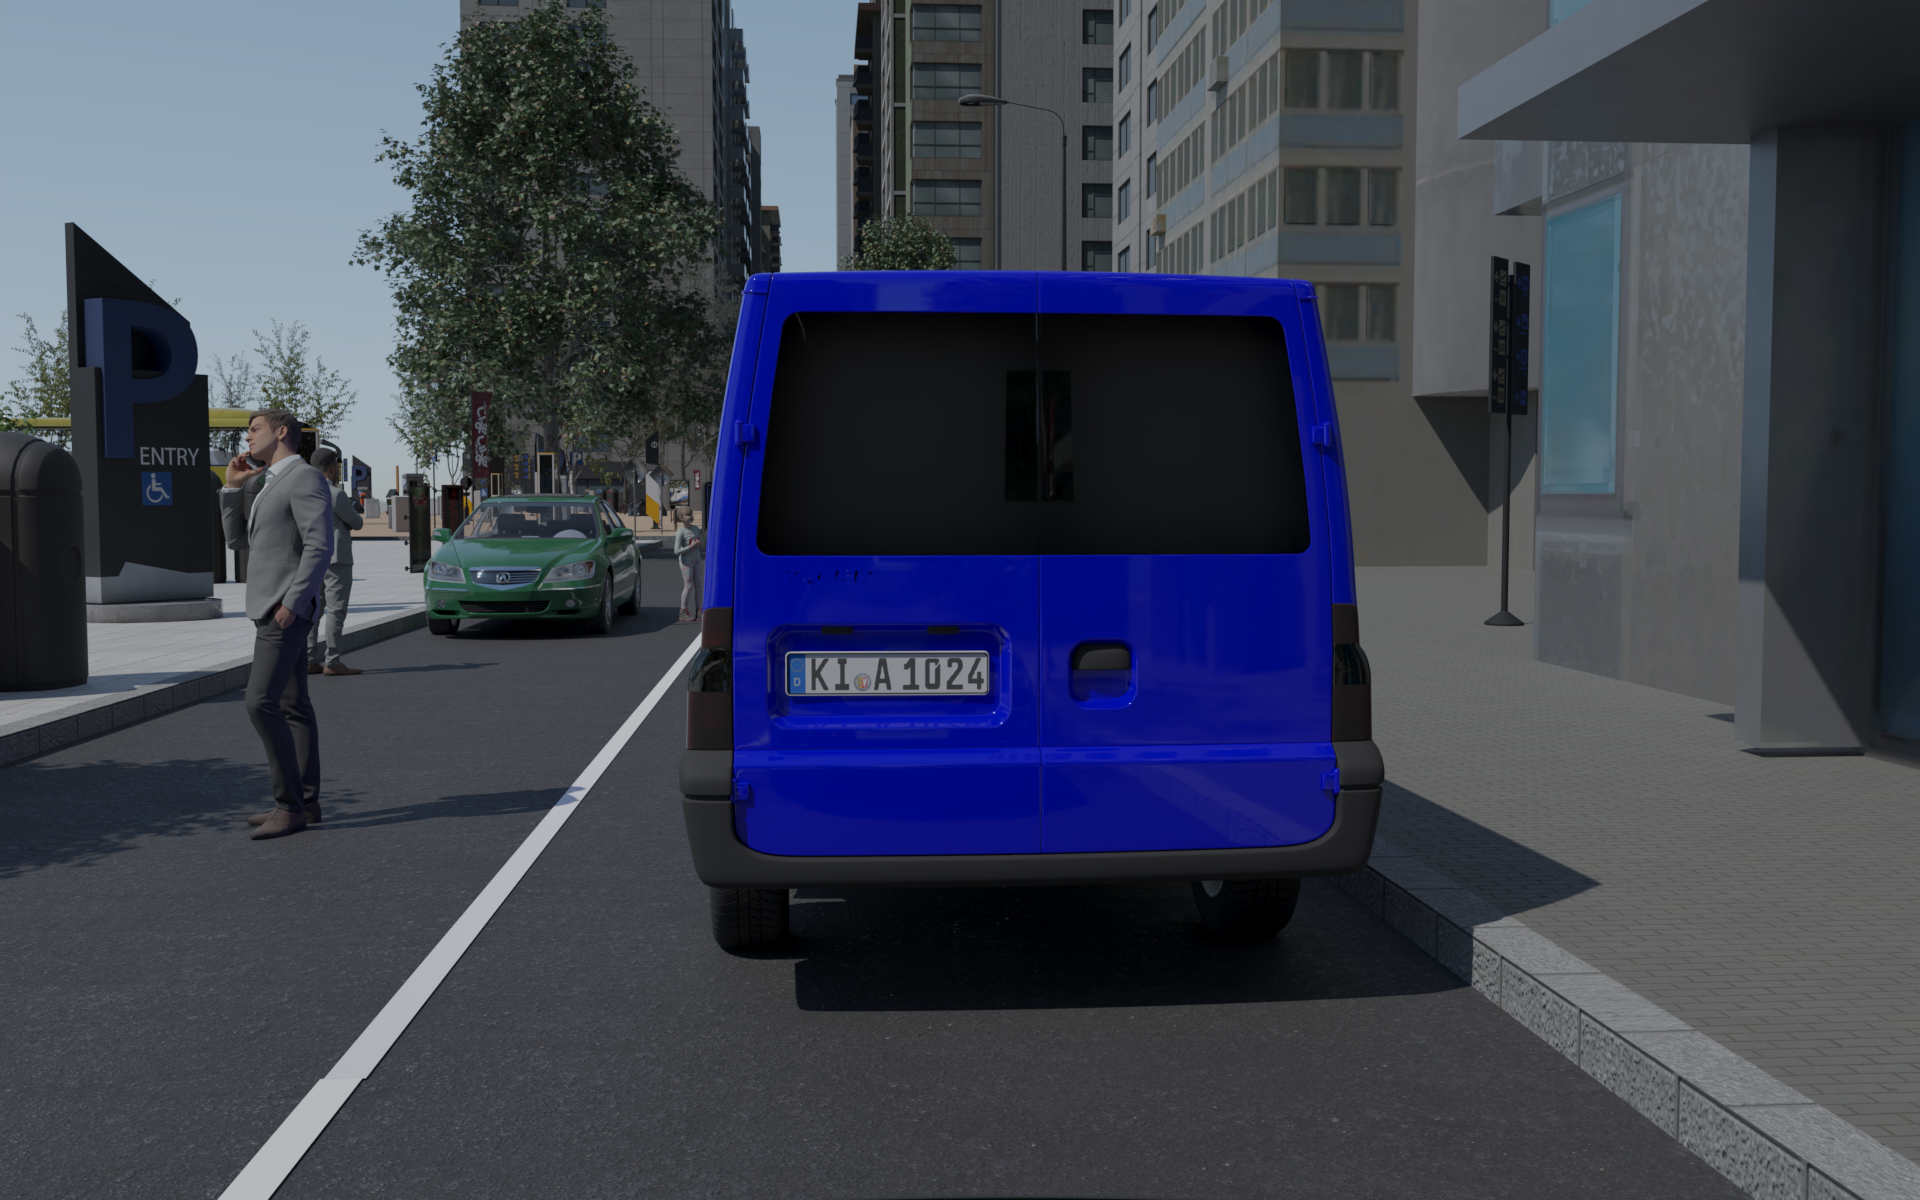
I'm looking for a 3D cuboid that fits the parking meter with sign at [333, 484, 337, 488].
[{"bbox_3d":[-35.426,-6.199,97.606,0.543,3.016,1.738,1,4,11],"label":"parking meter with sign"}]

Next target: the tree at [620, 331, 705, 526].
[{"bbox_3d":[-12.160,-7.251,68.921,4.360,8.622,3.978,0,3,0],"label":"tree"}]

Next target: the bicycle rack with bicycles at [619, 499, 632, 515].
[{"bbox_3d":[-24.036,-6.793,124.448,2.925,0.926,2.852,-1,4,-12],"label":"bicycle rack with bicycles"}]

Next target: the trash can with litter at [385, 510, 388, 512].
[{"bbox_3d":[-38.897,-6.570,118.804,0.624,1.170,1.055,3,4,38],"label":"trash can with litter"}]

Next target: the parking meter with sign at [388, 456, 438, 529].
[{"bbox_3d":[-20.284,-4.154,64.173,1.738,3.016,0.543,-3,4,-39],"label":"parking meter with sign"}]

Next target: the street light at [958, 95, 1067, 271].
[{"bbox_3d":[0.681,-2.925,20.359,1.470,5.913,1.316,0,4,-5],"label":"street light"}]

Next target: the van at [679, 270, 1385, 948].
[{"bbox_3d":[-0.027,-0.172,7.193,2.240,2.365,5.245,0,4,-5],"label":"van"}]

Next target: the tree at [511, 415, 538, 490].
[{"bbox_3d":[-27.622,-9.436,104.641,4.360,8.622,3.978,0,3,0],"label":"tree"}]

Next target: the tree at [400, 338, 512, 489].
[{"bbox_3d":[-22.022,-7.623,74.995,4.360,8.622,3.978,0,3,0],"label":"tree"}]

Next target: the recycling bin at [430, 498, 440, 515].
[{"bbox_3d":[-31.896,-5.666,105.188,0.722,1.027,0.722,0,4,6],"label":"recycling bin"}]

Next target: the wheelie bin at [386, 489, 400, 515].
[{"bbox_3d":[-34.644,-5.991,105.853,0.980,1.594,0.693,2,4,31],"label":"wheelie bin"}]

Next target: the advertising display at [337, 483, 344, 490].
[{"bbox_3d":[-37.693,-6.120,105.283,0.974,1.923,0.123,3,5,45],"label":"advertising display"}]

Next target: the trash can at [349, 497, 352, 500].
[{"bbox_3d":[-30.931,-4.614,87.093,0.748,1.137,0.748,0,3,0],"label":"trash can"}]

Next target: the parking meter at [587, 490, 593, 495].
[{"bbox_3d":[-24.943,-6.624,116.717,0.372,1.533,0.369,0,3,0],"label":"parking meter"}]

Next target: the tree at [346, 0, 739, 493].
[{"bbox_3d":[-9.348,-7.491,39.488,9.611,12.733,9.660,0,3,0],"label":"tree"}]

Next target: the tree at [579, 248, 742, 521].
[{"bbox_3d":[-13.314,-10.601,83.692,12.009,13.543,11.850,0,3,0],"label":"tree"}]

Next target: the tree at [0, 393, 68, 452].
[{"bbox_3d":[-18.367,-2.365,33.271,1.663,3.219,1.824,0,3,0],"label":"tree"}]

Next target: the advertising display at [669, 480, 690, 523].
[{"bbox_3d":[-12.603,-4.442,77.837,0.974,1.923,0.123,1,4,19],"label":"advertising display"}]

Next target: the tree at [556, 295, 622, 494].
[{"bbox_3d":[-12.996,-6.584,58.014,4.737,8.622,4.395,0,3,0],"label":"tree"}]

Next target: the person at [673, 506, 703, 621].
[{"bbox_3d":[-3.023,-0.416,19.588,0.394,1.301,0.425,1,4,20],"label":"person"}]

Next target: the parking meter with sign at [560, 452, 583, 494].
[{"bbox_3d":[-16.282,-4.619,71.775,0.543,3.016,1.738,-3,5,-40],"label":"parking meter with sign"}]

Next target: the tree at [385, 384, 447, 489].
[{"bbox_3d":[-33.947,-9.718,109.254,4.737,8.622,4.395,0,3,0],"label":"tree"}]

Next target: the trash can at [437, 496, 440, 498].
[{"bbox_3d":[-36.370,-6.731,121.702,0.748,1.137,0.748,0,3,0],"label":"trash can"}]

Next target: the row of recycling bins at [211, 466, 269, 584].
[{"bbox_3d":[-11.419,-1.076,24.705,3.534,1.692,1.069,-1,4,-21],"label":"row of recycling bins"}]

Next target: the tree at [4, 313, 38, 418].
[{"bbox_3d":[-36.161,-7.469,72.473,4.737,8.622,4.395,0,3,0],"label":"tree"}]

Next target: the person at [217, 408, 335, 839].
[{"bbox_3d":[-2.921,0.077,7.415,0.473,1.802,0.592,-1,4,-19],"label":"person"}]

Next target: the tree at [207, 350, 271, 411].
[{"bbox_3d":[-37.197,-8.415,87.941,4.360,8.622,3.978,0,3,0],"label":"tree"}]

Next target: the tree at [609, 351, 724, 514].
[{"bbox_3d":[-14.171,-10.123,99.917,8.767,10.594,7.601,2,4,26],"label":"tree"}]

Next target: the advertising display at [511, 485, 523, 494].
[{"bbox_3d":[-30.828,-7.058,120.618,0.974,1.923,0.123,2,4,25],"label":"advertising display"}]

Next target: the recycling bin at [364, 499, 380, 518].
[{"bbox_3d":[-31.144,-4.842,91.717,0.722,1.027,0.722,-1,4,-22],"label":"recycling bin"}]

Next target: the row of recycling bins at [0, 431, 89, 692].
[{"bbox_3d":[-7.005,-0.199,10.366,1.069,1.692,3.534,2,4,33],"label":"row of recycling bins"}]

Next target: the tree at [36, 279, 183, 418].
[{"bbox_3d":[-28.427,-6.656,59.181,4.737,8.622,4.395,0,3,0],"label":"tree"}]

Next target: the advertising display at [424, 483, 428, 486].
[{"bbox_3d":[-30.436,-5.642,97.464,0.974,1.923,0.123,-1,4,-15],"label":"advertising display"}]

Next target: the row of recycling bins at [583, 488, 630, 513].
[{"bbox_3d":[-24.265,-6.841,118.958,3.534,1.692,1.069,1,4,17],"label":"row of recycling bins"}]

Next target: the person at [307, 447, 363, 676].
[{"bbox_3d":[-4.979,-0.313,13.796,0.511,1.800,0.466,1,4,19],"label":"person"}]

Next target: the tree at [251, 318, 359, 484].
[{"bbox_3d":[-27.702,-7.475,72.575,4.737,8.622,4.395,0,3,0],"label":"tree"}]

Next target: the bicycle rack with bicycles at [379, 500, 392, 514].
[{"bbox_3d":[-33.422,-5.398,101.633,2.852,0.926,2.925,-1,4,-22],"label":"bicycle rack with bicycles"}]

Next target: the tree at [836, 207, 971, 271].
[{"bbox_3d":[-2.166,-9.326,69.490,9.611,12.733,9.660,0,3,0],"label":"tree"}]

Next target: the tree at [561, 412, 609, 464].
[{"bbox_3d":[-21.928,-10.894,112.529,8.767,10.594,7.601,0,4,-2],"label":"tree"}]
